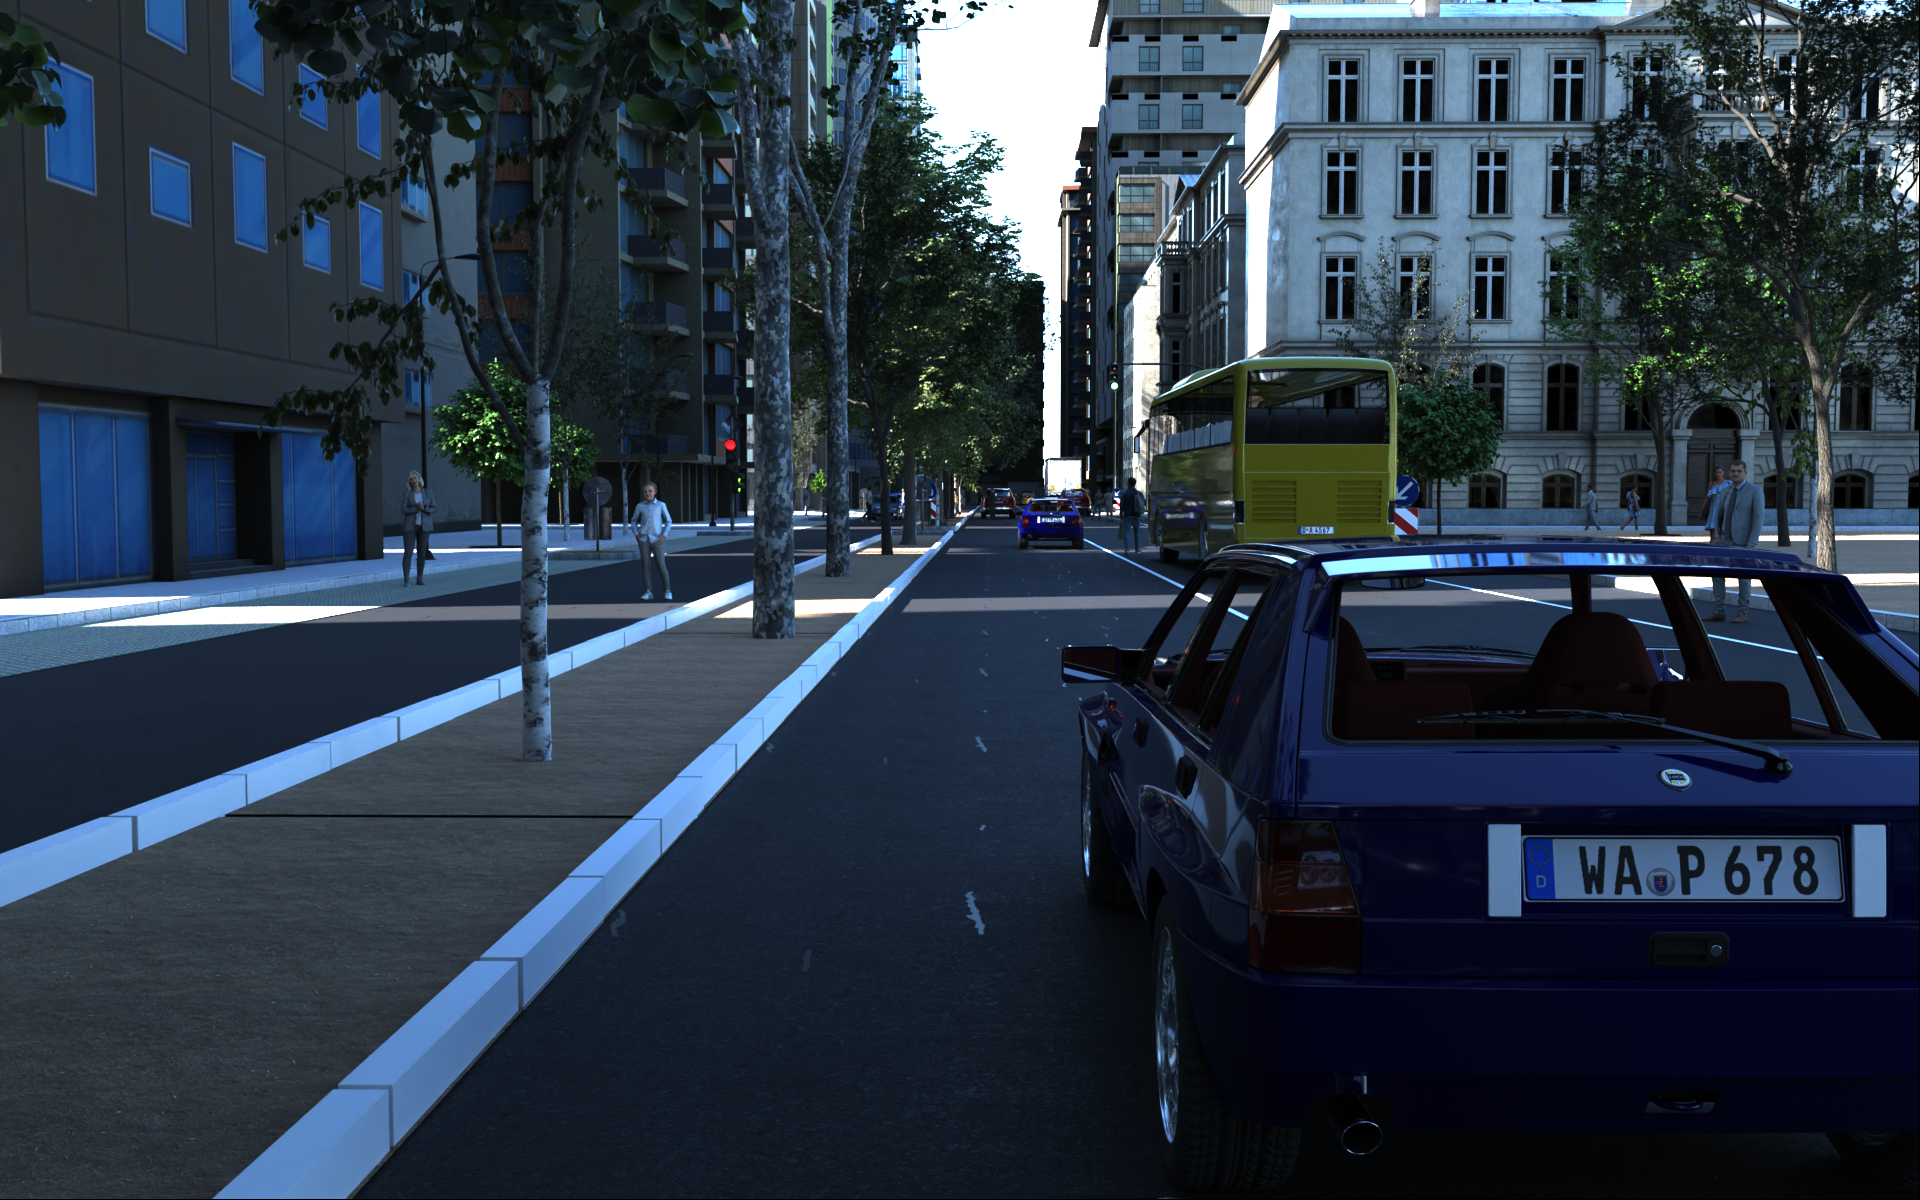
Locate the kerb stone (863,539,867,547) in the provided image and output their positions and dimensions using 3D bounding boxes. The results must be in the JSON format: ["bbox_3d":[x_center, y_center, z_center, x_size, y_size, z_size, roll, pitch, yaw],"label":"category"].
[{"bbox_3d":[-2.653,-1.478,46.362,0.120,0.150,1.000,0,4,1],"label":"kerb stone"}]

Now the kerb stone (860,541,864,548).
[{"bbox_3d":[-2.671,-1.415,45.329,0.120,0.150,1.000,0,4,1],"label":"kerb stone"}]

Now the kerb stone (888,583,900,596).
[{"bbox_3d":[-0.949,-0.093,23.723,0.120,0.150,1.000,0,4,1],"label":"kerb stone"}]

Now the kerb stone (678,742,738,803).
[{"bbox_3d":[-1.220,0.845,8.376,0.120,0.150,1.000,0,4,1],"label":"kerb stone"}]

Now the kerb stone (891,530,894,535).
[{"bbox_3d":[-2.403,-2.352,60.688,0.120,0.150,1.000,0,4,1],"label":"kerb stone"}]

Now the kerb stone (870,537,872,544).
[{"bbox_3d":[-2.613,-1.604,48.416,0.120,0.150,1.000,0,4,1],"label":"kerb stone"}]

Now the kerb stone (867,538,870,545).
[{"bbox_3d":[-2.628,-1.541,47.391,0.120,0.150,1.000,0,4,1],"label":"kerb stone"}]

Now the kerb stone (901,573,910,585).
[{"bbox_3d":[-0.889,-0.278,26.802,0.120,0.150,1.000,0,4,1],"label":"kerb stone"}]

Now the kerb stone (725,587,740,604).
[{"bbox_3d":[-3.064,-0.035,22.771,0.120,0.150,1.000,0,4,1],"label":"kerb stone"}]

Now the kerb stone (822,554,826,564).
[{"bbox_3d":[-2.845,-0.787,35.064,0.120,0.150,1.000,0,4,1],"label":"kerb stone"}]

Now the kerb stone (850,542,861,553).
[{"bbox_3d":[-2.685,-1.349,44.301,0.120,0.150,1.000,0,4,1],"label":"kerb stone"}]

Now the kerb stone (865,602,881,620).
[{"bbox_3d":[-1.018,0.157,19.628,0.120,0.150,1.000,0,4,1],"label":"kerb stone"}]

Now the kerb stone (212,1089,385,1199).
[{"bbox_3d":[-1.304,1.164,3.252,0.120,0.150,1.000,0,4,1],"label":"kerb stone"}]

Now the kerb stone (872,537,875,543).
[{"bbox_3d":[-2.597,-1.666,49.438,0.120,0.150,1.000,0,4,1],"label":"kerb stone"}]

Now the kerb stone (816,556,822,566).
[{"bbox_3d":[-2.863,-0.724,34.041,0.120,0.150,1.000,0,4,1],"label":"kerb stone"}]

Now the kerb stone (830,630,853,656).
[{"bbox_3d":[-1.086,0.407,15.537,0.120,0.150,1.000,0,4,1],"label":"kerb stone"}]

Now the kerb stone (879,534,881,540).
[{"bbox_3d":[-2.550,-1.852,52.503,0.120,0.150,1.000,0,4,1],"label":"kerb stone"}]

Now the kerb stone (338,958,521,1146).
[{"bbox_3d":[-1.286,1.099,4.273,0.120,0.150,1.000,0,4,1],"label":"kerb stone"}]

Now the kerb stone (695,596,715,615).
[{"bbox_3d":[-3.097,0.090,20.722,0.120,0.150,1.000,0,4,1],"label":"kerb stone"}]

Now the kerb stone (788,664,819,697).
[{"bbox_3d":[-1.143,0.601,12.468,0.120,0.150,1.000,0,4,1],"label":"kerb stone"}]

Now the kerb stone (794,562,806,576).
[{"bbox_3d":[-2.921,-0.537,30.971,0.120,0.150,1.000,0,4,1],"label":"kerb stone"}]

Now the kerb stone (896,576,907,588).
[{"bbox_3d":[-0.910,-0.219,25.770,0.120,0.150,1.000,0,4,1],"label":"kerb stone"}]

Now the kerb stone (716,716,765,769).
[{"bbox_3d":[-1.196,0.783,9.397,0.120,0.150,1.000,0,4,1],"label":"kerb stone"}]

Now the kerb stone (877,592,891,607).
[{"bbox_3d":[-0.984,0.034,21.674,0.120,0.150,1.000,0,4,1],"label":"kerb stone"}]

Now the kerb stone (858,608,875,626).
[{"bbox_3d":[-1.036,0.220,18.606,0.120,0.150,1.000,0,4,1],"label":"kerb stone"}]

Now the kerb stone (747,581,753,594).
[{"bbox_3d":[-3.030,-0.161,24.829,0.120,0.150,1.000,0,4,1],"label":"kerb stone"}]

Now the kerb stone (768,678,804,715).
[{"bbox_3d":[-1.164,0.659,11.446,0.120,0.150,1.000,0,4,1],"label":"kerb stone"}]

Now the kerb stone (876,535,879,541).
[{"bbox_3d":[-2.563,-1.788,51.481,0.120,0.150,1.000,0,4,1],"label":"kerb stone"}]

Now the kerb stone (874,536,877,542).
[{"bbox_3d":[-2.583,-1.725,50.460,0.120,0.150,1.000,0,4,1],"label":"kerb stone"}]

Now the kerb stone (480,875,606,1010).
[{"bbox_3d":[-1.262,1.034,5.302,0.120,0.150,1.000,0,4,1],"label":"kerb stone"}]

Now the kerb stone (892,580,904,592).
[{"bbox_3d":[-0.926,-0.156,24.744,0.120,0.150,1.000,0,4,1],"label":"kerb stone"}]

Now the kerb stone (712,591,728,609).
[{"bbox_3d":[-3.080,0.027,21.749,0.120,0.150,1.000,0,4,1],"label":"kerb stone"}]

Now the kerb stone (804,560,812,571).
[{"bbox_3d":[-2.902,-0.599,31.993,0.120,0.150,1.000,0,4,1],"label":"kerb stone"}]

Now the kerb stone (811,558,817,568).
[{"bbox_3d":[-2.882,-0.662,33.019,0.120,0.150,1.000,0,4,1],"label":"kerb stone"}]

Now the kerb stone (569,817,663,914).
[{"bbox_3d":[-1.249,0.971,6.324,0.120,0.150,1.000,0,4,1],"label":"kerb stone"}]

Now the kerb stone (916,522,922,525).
[{"bbox_3d":[-1.973,-3.828,84.780,0.120,0.150,1.000,0,4,1],"label":"kerb stone"}]

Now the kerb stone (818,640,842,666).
[{"bbox_3d":[-1.114,0.474,14.516,0.120,0.150,1.000,0,4,1],"label":"kerb stone"}]

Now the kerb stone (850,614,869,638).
[{"bbox_3d":[-1.046,0.282,17.584,0.120,0.150,1.000,0,4,1],"label":"kerb stone"}]

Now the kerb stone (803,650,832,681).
[{"bbox_3d":[-1.125,0.532,13.492,0.120,0.150,1.000,0,4,1],"label":"kerb stone"}]

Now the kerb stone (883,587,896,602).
[{"bbox_3d":[-0.961,-0.031,22.701,0.120,0.150,1.000,0,4,1],"label":"kerb stone"}]

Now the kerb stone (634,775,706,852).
[{"bbox_3d":[-1.229,0.908,7.345,0.120,0.150,1.000,0,4,1],"label":"kerb stone"}]

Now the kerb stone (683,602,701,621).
[{"bbox_3d":[-3.115,0.156,19.701,0.120,0.150,1.000,0,4,1],"label":"kerb stone"}]

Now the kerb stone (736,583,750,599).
[{"bbox_3d":[-3.046,-0.098,23.793,0.120,0.150,1.000,0,4,1],"label":"kerb stone"}]

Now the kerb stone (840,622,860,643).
[{"bbox_3d":[-1.074,0.345,16.559,0.120,0.150,1.000,0,4,1],"label":"kerb stone"}]

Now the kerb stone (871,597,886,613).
[{"bbox_3d":[-1.000,0.097,20.651,0.120,0.150,1.000,0,4,1],"label":"kerb stone"}]

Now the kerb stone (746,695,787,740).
[{"bbox_3d":[-1.177,0.722,10.424,0.120,0.150,1.000,0,4,1],"label":"kerb stone"}]
